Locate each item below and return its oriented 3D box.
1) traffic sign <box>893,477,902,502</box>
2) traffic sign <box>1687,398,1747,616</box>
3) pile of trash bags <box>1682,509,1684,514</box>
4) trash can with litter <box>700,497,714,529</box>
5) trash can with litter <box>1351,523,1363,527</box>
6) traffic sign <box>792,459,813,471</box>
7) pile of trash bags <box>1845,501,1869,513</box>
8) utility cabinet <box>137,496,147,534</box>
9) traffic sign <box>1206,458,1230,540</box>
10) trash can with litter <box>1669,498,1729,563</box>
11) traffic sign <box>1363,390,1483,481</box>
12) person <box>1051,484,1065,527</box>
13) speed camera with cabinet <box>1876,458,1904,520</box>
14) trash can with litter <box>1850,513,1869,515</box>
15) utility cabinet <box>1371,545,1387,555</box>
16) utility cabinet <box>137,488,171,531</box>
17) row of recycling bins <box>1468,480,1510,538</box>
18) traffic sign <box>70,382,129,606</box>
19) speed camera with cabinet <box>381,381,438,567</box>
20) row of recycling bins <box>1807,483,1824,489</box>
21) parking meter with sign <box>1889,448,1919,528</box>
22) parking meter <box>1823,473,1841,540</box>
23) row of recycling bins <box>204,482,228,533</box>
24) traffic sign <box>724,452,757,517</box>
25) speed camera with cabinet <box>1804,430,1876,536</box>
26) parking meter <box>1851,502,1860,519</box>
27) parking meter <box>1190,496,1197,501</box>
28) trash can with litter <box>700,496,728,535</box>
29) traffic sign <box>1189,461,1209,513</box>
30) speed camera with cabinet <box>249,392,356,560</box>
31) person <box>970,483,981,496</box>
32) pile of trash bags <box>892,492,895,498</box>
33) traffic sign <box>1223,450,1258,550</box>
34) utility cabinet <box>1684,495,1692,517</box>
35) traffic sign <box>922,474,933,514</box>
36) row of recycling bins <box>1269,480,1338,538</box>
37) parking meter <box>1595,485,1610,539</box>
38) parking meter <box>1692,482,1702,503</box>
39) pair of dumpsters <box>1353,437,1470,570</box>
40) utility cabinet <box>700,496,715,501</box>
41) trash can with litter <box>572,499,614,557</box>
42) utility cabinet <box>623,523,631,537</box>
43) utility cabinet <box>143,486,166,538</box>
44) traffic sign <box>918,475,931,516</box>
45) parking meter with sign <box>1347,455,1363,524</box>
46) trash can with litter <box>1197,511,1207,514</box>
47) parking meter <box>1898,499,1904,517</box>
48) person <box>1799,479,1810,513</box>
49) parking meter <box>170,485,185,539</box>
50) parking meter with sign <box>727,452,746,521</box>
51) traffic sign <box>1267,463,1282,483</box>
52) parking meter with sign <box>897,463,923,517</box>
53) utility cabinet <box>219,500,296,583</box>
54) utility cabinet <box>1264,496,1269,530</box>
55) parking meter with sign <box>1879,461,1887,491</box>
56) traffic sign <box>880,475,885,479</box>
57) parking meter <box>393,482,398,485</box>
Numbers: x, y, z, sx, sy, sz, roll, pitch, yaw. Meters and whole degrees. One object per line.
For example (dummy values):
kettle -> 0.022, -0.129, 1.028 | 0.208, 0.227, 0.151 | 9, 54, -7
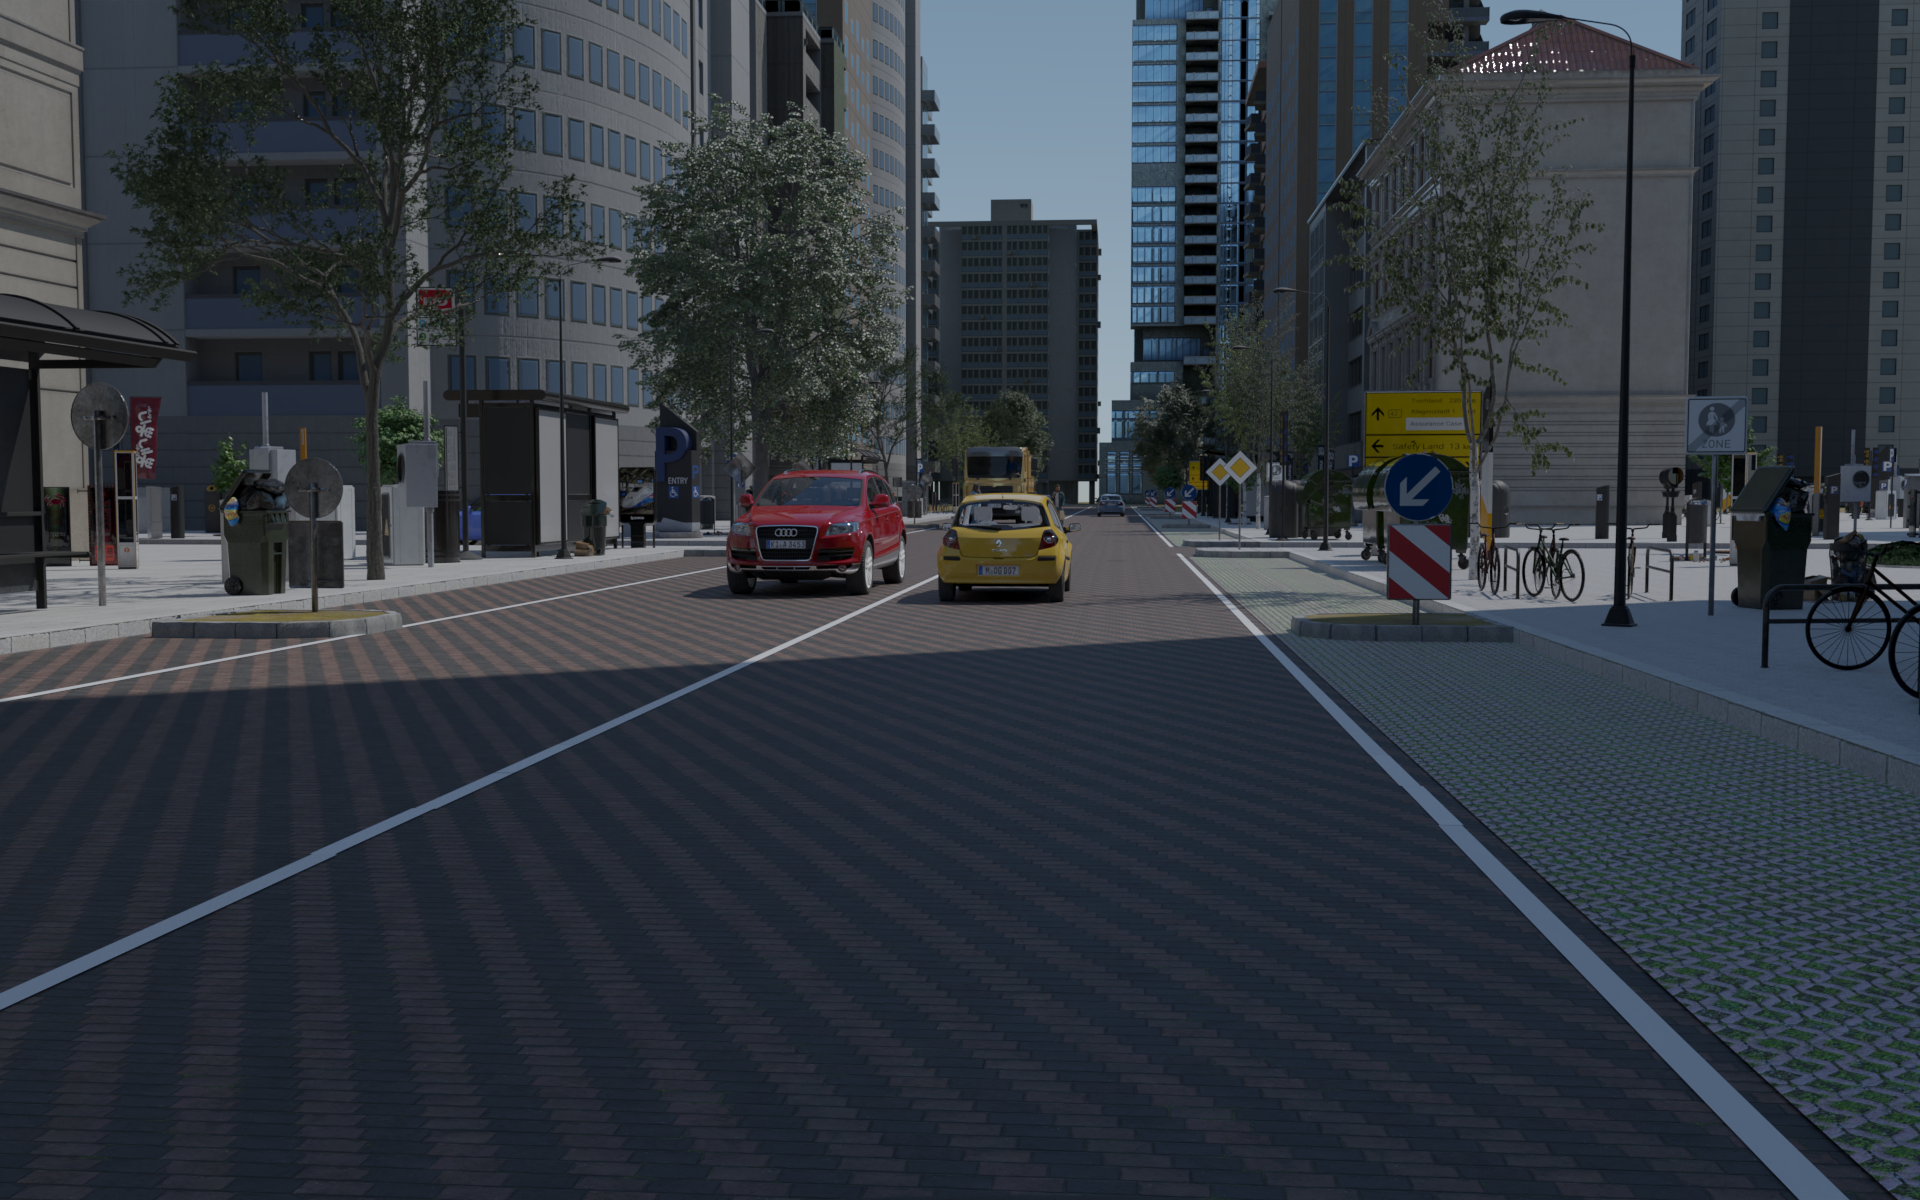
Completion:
traffic sign -> -3.775, -6.261, 104.495 | 0.606, 2.300, 0.079 | 1, 4, 10
traffic sign -> 7.930, -0.984, 18.224 | 0.606, 2.300, 0.079 | 1, 4, 13
pile of trash bags -> 46.486, -6.308, 112.884 | 1.912, 1.369, 3.447 | 0, 4, -2
trash can with litter -> -9.355, -3.172, 63.253 | 0.624, 1.170, 1.055 | -2, 4, -27
trash can with litter -> 15.272, -3.522, 68.636 | 1.678, 1.210, 2.233 | -1, 4, -16
traffic sign -> -4.468, -2.771, 48.944 | 0.795, 2.450, 0.064 | 0, 4, 5
pile of trash bags -> 60.341, -6.502, 116.062 | 1.912, 1.369, 3.447 | 2, 4, 26
utility cabinet -> -26.459, -2.748, 56.087 | 0.306, 1.237, 1.020 | 1, 4, 19
traffic sign -> 7.176, -2.704, 47.858 | 0.795, 2.450, 0.064 | 0, 4, 5
trash can with litter -> 14.547, -1.364, 33.361 | 2.233, 1.210, 1.678 | -2, 4, -27
traffic sign -> 9.075, -2.456, 34.026 | 2.265, 3.308, 0.079 | 1, 4, 9
person -> 4.065, -3.840, 71.262 | 0.794, 1.824, 0.713 | 3, 5, 42
speed camera with cabinet -> 47.172, -5.710, 87.690 | 2.038, 3.252, 0.660 | -2, 4, -35
trash can with litter -> 55.525, -5.784, 105.629 | 1.678, 1.210, 2.233 | -2, 4, -32
utility cabinet -> 8.861, -1.692, 36.338 | 0.318, 1.500, 1.173 | 1, 4, 23
utility cabinet -> -27.571, -3.079, 59.021 | 1.173, 1.500, 0.318 | -3, 5, -45
row of recycling bins -> 15.493, -2.760, 52.238 | 1.069, 1.692, 3.534 | -1, 4, -8
traffic sign -> -9.835, -1.204, 19.788 | 0.768, 2.556, 0.104 | 1, 4, 14
speed camera with cabinet -> -9.834, -2.233, 30.854 | 0.660, 3.252, 2.038 | -2, 4, -30
row of recycling bins -> 39.497, -4.441, 79.730 | 1.069, 1.692, 3.534 | 1, 4, 18
parking meter with sign -> 36.011, -4.219, 65.249 | 1.738, 3.016, 0.543 | 1, 4, 12
parking meter -> 24.521, -2.632, 48.739 | 0.399, 1.863, 0.255 | 0, 4, 5
row of recycling bins -> -23.502, -3.032, 56.686 | 3.534, 1.692, 1.069 | 3, 4, 36
traffic sign -> -5.198, -2.284, 40.992 | 0.795, 2.450, 0.064 | 0, 4, 5
speed camera with cabinet -> 26.765, -3.589, 53.009 | 2.038, 3.252, 0.660 | 0, 4, -6
parking meter -> 46.119, -5.103, 89.138 | 0.255, 1.863, 0.399 | 0, 4, -3
parking meter -> 13.956, -5.820, 103.572 | 0.372, 1.533, 0.369 | 0, 3, 0
trash can with litter -> -7.572, -2.631, 54.079 | 2.233, 1.210, 1.678 | 1, 4, 11
traffic sign -> 15.137, -6.854, 105.935 | 2.265, 3.308, 0.079 | 1, 4, 14
speed camera with cabinet -> -12.798, -2.407, 33.698 | 2.038, 3.252, 0.660 | 1, 4, 19
person -> 0.462, -2.970, 57.323 | 0.793, 1.790, 0.793 | 3, 4, 39
pile of trash bags -> -4.205, -4.622, 85.322 | 1.912, 1.369, 3.447 | 2, 4, 29
traffic sign -> 6.445, -2.218, 39.906 | 0.795, 2.450, 0.064 | 0, 4, 5
utility cabinet -> 40.629, -5.217, 96.455 | 0.306, 1.237, 1.020 | 3, 5, 40
traffic sign -> -2.090, -6.605, 108.095 | 0.768, 2.556, 0.104 | 1, 4, 10
row of recycling bins -> 10.304, -2.734, 51.806 | 1.069, 1.692, 3.534 | 3, 5, 39
parking meter -> 18.328, -2.508, 49.410 | 0.372, 1.533, 0.369 | 0, 3, 0
parking meter -> 35.243, -4.719, 82.868 | 0.255, 1.863, 0.399 | -1, 4, -17
pair of dumpsters -> 8.220, -1.771, 31.450 | 1.574, 2.255, 4.437 | 0, 4, 5
utility cabinet -> -10.516, -3.715, 71.897 | 0.306, 1.237, 1.020 | 1, 4, 20
trash can with litter -> -7.622, -1.499, 35.898 | 0.624, 1.170, 1.055 | 0, 4, 8
utility cabinet -> -9.875, -2.509, 52.191 | 0.306, 1.237, 1.020 | 0, 4, 3
utility cabinet -> -23.310, -2.535, 50.132 | 0.318, 1.500, 1.173 | -2, 4, -30
traffic sign -> -2.088, -6.191, 102.404 | 0.795, 2.450, 0.064 | 0, 4, 8
parking meter with sign -> 17.386, -4.881, 76.059 | 0.543, 3.016, 1.738 | 0, 4, 3
trash can with litter -> 16.122, -6.244, 113.152 | 2.233, 1.210, 1.678 | 3, 5, 44
parking meter -> 52.058, -5.507, 95.746 | 0.255, 1.863, 0.399 | 0, 4, 7
person -> 19.949, -2.042, 42.106 | 0.699, 1.804, 1.509 | -2, 4, -32
parking meter -> -22.578, -2.541, 49.952 | 0.372, 1.533, 0.369 | 0, 3, 0
parking meter with sign -> -8.861, -4.465, 69.260 | 0.543, 3.016, 1.738 | -1, 4, -18
traffic sign -> 10.305, -3.327, 56.523 | 0.606, 2.300, 0.079 | 1, 4, 9
parking meter with sign -> -2.889, -6.202, 97.667 | 1.738, 3.016, 0.543 | 3, 5, 41
utility cabinet -> -10.235, -0.863, 25.279 | 0.306, 1.237, 1.020 | 3, 5, 41
utility cabinet -> 11.415, -3.113, 62.058 | 1.020, 1.237, 0.306 | 2, 4, 31
parking meter with sign -> 48.548, -5.793, 90.981 | 0.543, 3.016, 1.738 | 3, 4, 37
traffic sign -> -4.288, -5.695, 95.236 | 0.606, 2.300, 0.079 | 0, 4, 6
parking meter -> -19.427, -3.292, 59.532 | 0.399, 1.863, 0.255 | 2, 4, 24
